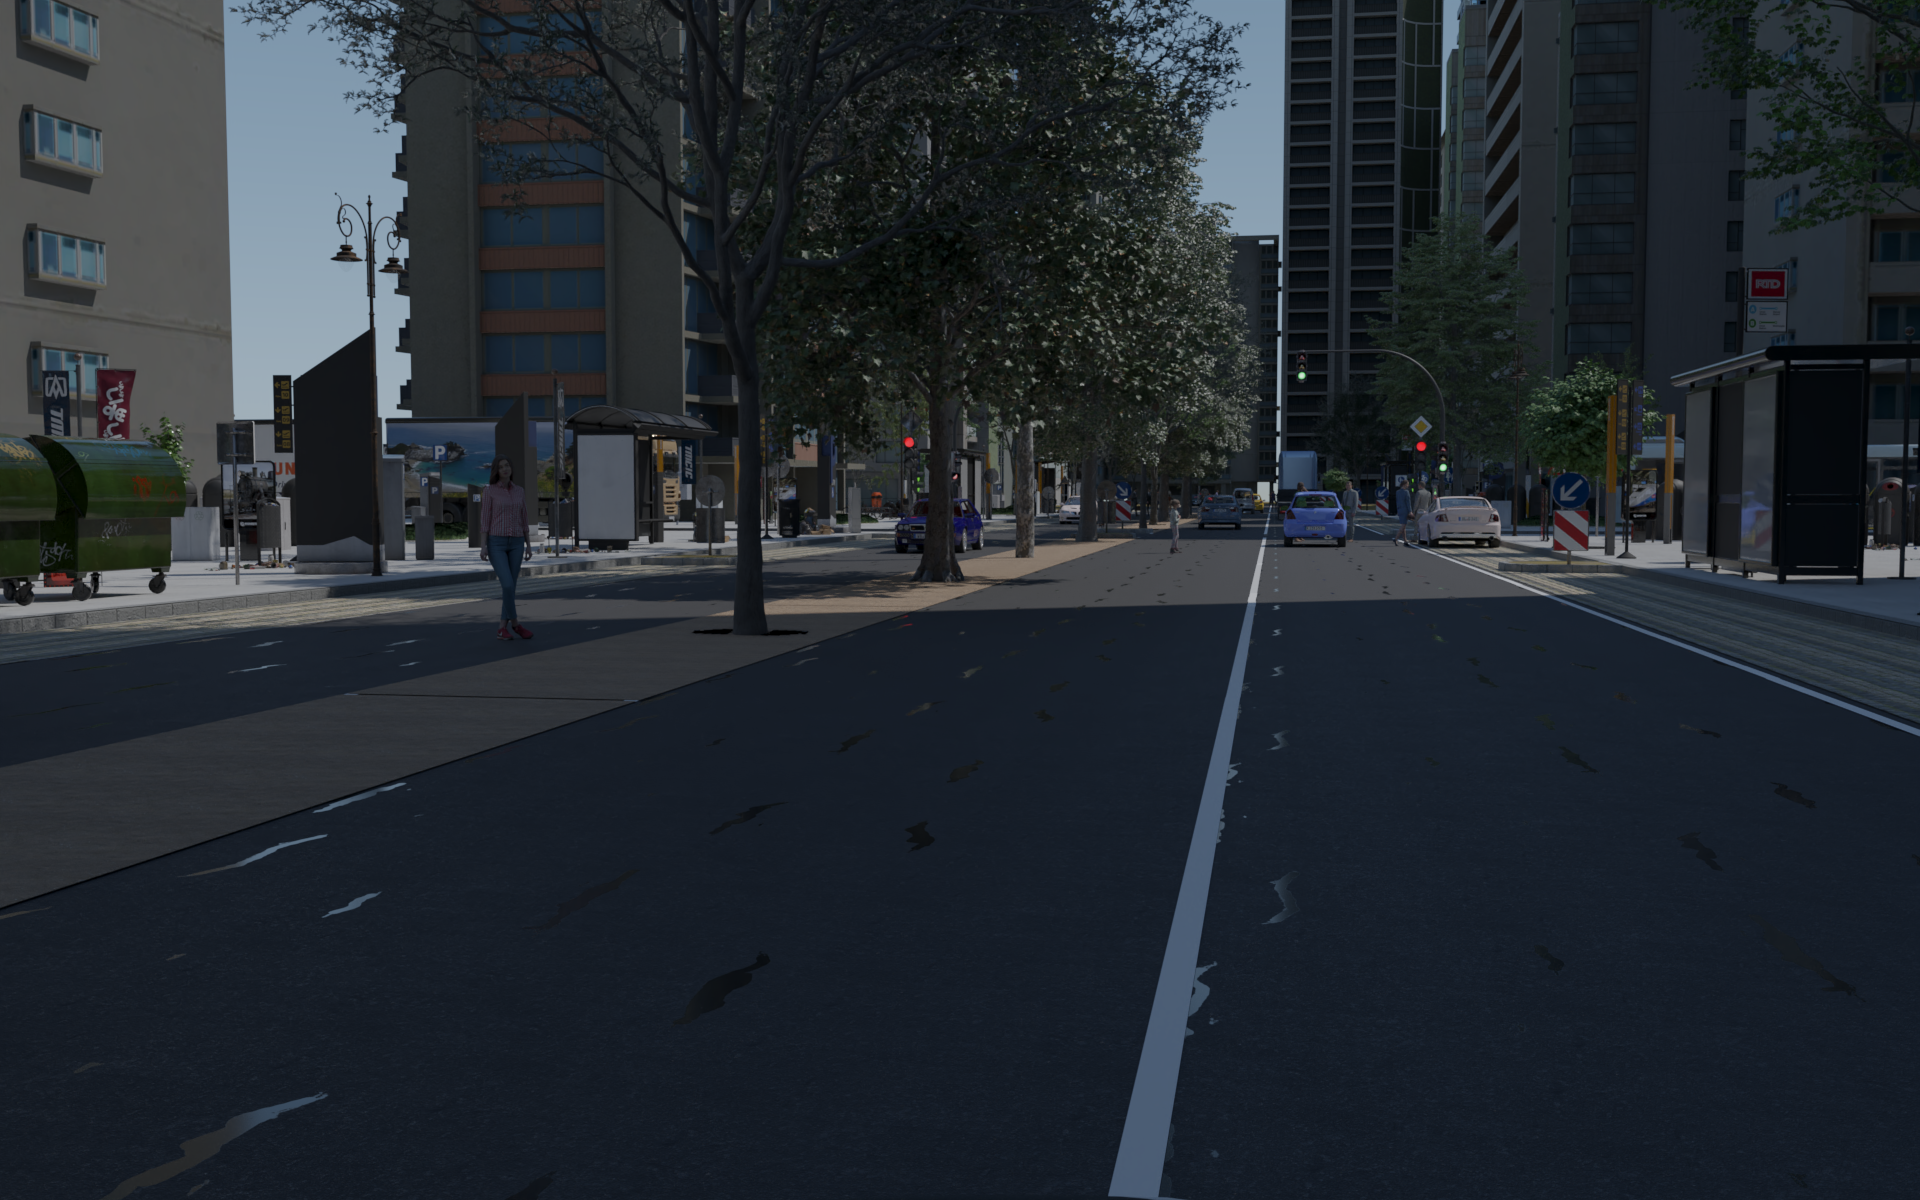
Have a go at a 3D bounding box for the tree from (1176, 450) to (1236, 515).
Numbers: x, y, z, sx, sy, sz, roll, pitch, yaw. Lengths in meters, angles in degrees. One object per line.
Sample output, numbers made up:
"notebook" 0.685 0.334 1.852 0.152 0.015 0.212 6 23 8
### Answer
"tree" 15.656 -12.110 118.587 7.486 12.596 7.792 0 3 0

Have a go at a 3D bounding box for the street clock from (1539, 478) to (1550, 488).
"street clock" 26.573 -4.541 78.819 0.358 2.002 0.471 -2 4 -24

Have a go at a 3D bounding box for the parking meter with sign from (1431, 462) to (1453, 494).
"parking meter with sign" 25.793 -5.945 93.464 1.738 3.016 0.543 0 4 3

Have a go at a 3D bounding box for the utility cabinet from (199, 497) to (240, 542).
"utility cabinet" -19.679 -2.139 46.128 1.020 1.237 0.306 0 4 2

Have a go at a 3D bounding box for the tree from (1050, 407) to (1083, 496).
"tree" 8.251 -10.910 128.736 4.360 8.622 3.978 0 3 0

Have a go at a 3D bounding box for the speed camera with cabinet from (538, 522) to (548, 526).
"speed camera with cabinet" -15.692 -4.547 68.675 2.038 3.252 0.660 1 4 13

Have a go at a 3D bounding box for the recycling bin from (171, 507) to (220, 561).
"recycling bin" -14.745 -1.276 33.419 0.722 1.027 0.722 -1 4 -9

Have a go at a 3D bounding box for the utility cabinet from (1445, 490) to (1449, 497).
"utility cabinet" 26.622 -5.269 94.830 0.318 1.500 1.173 -1 4 -20

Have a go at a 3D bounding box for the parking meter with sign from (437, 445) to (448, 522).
"parking meter with sign" -18.562 -3.932 60.545 0.543 3.016 1.738 1 4 13

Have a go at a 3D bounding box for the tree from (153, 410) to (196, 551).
"tree" -18.003 -2.745 39.489 1.663 3.219 1.824 0 3 0

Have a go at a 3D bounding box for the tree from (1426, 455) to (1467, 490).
"tree" 34.149 -8.512 122.892 4.285 4.588 4.351 0 3 0

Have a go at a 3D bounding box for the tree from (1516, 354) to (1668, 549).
"tree" 14.874 -3.501 40.949 4.285 4.588 4.351 0 3 0

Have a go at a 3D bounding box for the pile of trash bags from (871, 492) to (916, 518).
"pile of trash bags" -3.496 -5.112 93.326 1.912 1.369 3.447 3 5 41

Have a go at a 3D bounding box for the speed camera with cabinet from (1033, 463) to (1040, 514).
"speed camera with cabinet" 4.616 -7.085 110.173 0.660 3.252 2.038 1 4 12

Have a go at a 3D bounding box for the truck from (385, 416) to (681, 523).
"truck" -15.339 -4.575 63.722 11.283 4.237 2.839 1 4 11

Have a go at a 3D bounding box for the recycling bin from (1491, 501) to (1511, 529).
"recycling bin" 20.207 -3.190 64.716 0.722 1.027 0.722 1 4 16

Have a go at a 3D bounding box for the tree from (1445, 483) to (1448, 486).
"tree" 32.287 -7.521 117.562 1.663 3.219 1.824 0 3 0

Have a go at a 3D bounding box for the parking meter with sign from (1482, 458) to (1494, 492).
"parking meter with sign" 25.836 -5.422 84.905 0.543 3.016 1.738 1 4 14

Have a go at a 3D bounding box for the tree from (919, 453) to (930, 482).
"tree" -1.469 -7.893 112.765 4.285 4.588 4.351 0 3 0

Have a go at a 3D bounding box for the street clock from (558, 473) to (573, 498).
"street clock" -13.465 -3.340 59.185 0.471 2.002 0.358 0 4 8

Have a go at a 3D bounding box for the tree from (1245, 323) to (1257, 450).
"tree" 10.501 -11.015 89.202 9.857 13.997 8.962 0 3 0

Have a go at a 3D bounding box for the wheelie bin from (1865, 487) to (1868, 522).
"wheelie bin" 16.722 -1.527 32.876 0.693 1.594 0.980 -1 4 -22

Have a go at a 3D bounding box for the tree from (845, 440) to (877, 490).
"tree" -7.025 -10.092 115.366 4.360 8.622 3.978 0 3 0

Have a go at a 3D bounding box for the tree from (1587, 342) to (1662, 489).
"tree" 32.185 -8.234 84.995 4.737 8.622 4.395 0 3 0

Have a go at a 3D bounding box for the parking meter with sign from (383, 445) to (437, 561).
"parking meter with sign" -11.092 -2.278 33.499 1.738 3.016 0.543 -1 4 -15

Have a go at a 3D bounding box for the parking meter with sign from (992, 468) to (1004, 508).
"parking meter with sign" 2.467 -7.323 115.988 0.543 3.016 1.738 -2 4 -25

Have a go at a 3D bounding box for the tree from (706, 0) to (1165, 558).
"tree" 0.408 -11.062 39.202 12.611 20.169 13.585 0 3 0

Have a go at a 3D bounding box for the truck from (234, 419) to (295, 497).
"truck" -29.314 -4.755 66.655 11.283 4.237 2.839 1 4 11

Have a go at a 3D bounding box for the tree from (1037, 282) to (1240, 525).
"tree" 8.981 -9.233 79.166 9.928 11.665 9.643 0 3 0

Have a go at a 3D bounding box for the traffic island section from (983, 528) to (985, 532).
"traffic island section" -0.214 -2.624 65.179 2.009 0.180 2.903 1 4 10

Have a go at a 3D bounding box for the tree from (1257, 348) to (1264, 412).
"tree" 13.024 -11.677 100.023 9.857 13.997 8.962 0 3 0

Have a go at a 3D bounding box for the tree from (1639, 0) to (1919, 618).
"tree" 10.709 -5.611 17.489 9.928 11.665 9.643 0 3 0

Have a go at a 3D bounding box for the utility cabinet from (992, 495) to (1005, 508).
"utility cabinet" 2.922 -7.157 128.182 0.306 1.237 1.020 2 4 35

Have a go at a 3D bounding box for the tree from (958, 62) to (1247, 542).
"tree" 3.823 -8.725 51.769 9.857 13.997 8.962 0 3 0

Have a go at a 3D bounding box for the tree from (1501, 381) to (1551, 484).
"tree" 36.733 -9.801 110.603 4.737 8.622 4.395 0 3 0

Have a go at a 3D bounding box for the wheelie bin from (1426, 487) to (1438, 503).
"wheelie bin" 21.141 -4.274 77.784 0.693 1.594 0.980 2 4 27

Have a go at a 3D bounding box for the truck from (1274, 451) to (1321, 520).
"truck" 20.130 -6.920 102.895 2.967 4.110 18.799 1 4 10

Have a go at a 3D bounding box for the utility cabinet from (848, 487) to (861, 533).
"utility cabinet" -3.451 -2.946 56.841 0.318 1.500 1.173 -1 4 -10

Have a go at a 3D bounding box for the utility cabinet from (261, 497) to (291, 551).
"utility cabinet" -15.579 -1.729 39.438 0.306 1.237 1.020 0 4 1

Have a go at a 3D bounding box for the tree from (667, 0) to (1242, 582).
"tree" -0.316 -6.650 28.189 9.611 12.733 9.660 0 3 0

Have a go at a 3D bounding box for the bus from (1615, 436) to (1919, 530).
"bus" 28.010 -3.690 55.186 13.247 3.499 2.948 1 4 11

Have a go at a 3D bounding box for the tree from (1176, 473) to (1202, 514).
"tree" 17.246 -10.533 125.036 4.360 8.622 3.978 0 3 0

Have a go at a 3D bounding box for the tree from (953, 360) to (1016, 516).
"tree" 3.288 -10.815 102.581 9.928 11.665 9.643 0 3 0

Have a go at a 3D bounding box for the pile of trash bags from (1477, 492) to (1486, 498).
"pile of trash bags" 22.388 -3.999 75.136 1.912 1.369 3.447 0 4 5

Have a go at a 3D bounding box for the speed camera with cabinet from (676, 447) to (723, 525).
"speed camera with cabinet" -10.975 -4.772 72.362 2.038 3.252 0.660 1 4 12

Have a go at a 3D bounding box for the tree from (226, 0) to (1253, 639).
"tree" -2.130 -6.375 17.061 12.009 13.543 11.850 0 3 0

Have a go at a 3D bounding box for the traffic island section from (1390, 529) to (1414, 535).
"traffic island section" 16.506 -2.439 62.159 2.009 0.180 2.903 1 4 10

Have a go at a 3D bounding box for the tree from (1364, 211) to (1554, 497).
"tree" 19.835 -9.307 70.293 7.486 12.596 7.792 0 3 0

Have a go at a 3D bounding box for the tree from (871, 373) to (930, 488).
"tree" -2.097 -7.351 70.544 4.737 8.622 4.395 0 3 0

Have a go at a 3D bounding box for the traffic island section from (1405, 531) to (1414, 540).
"traffic island section" 15.084 -1.958 54.301 2.009 0.180 2.903 1 4 10

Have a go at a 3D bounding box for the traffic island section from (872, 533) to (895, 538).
"traffic island section" -1.636 -2.143 57.321 2.009 0.180 2.903 1 4 10

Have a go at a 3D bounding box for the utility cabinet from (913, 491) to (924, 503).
"utility cabinet" -2.590 -6.540 115.606 1.173 1.500 0.318 2 4 29
